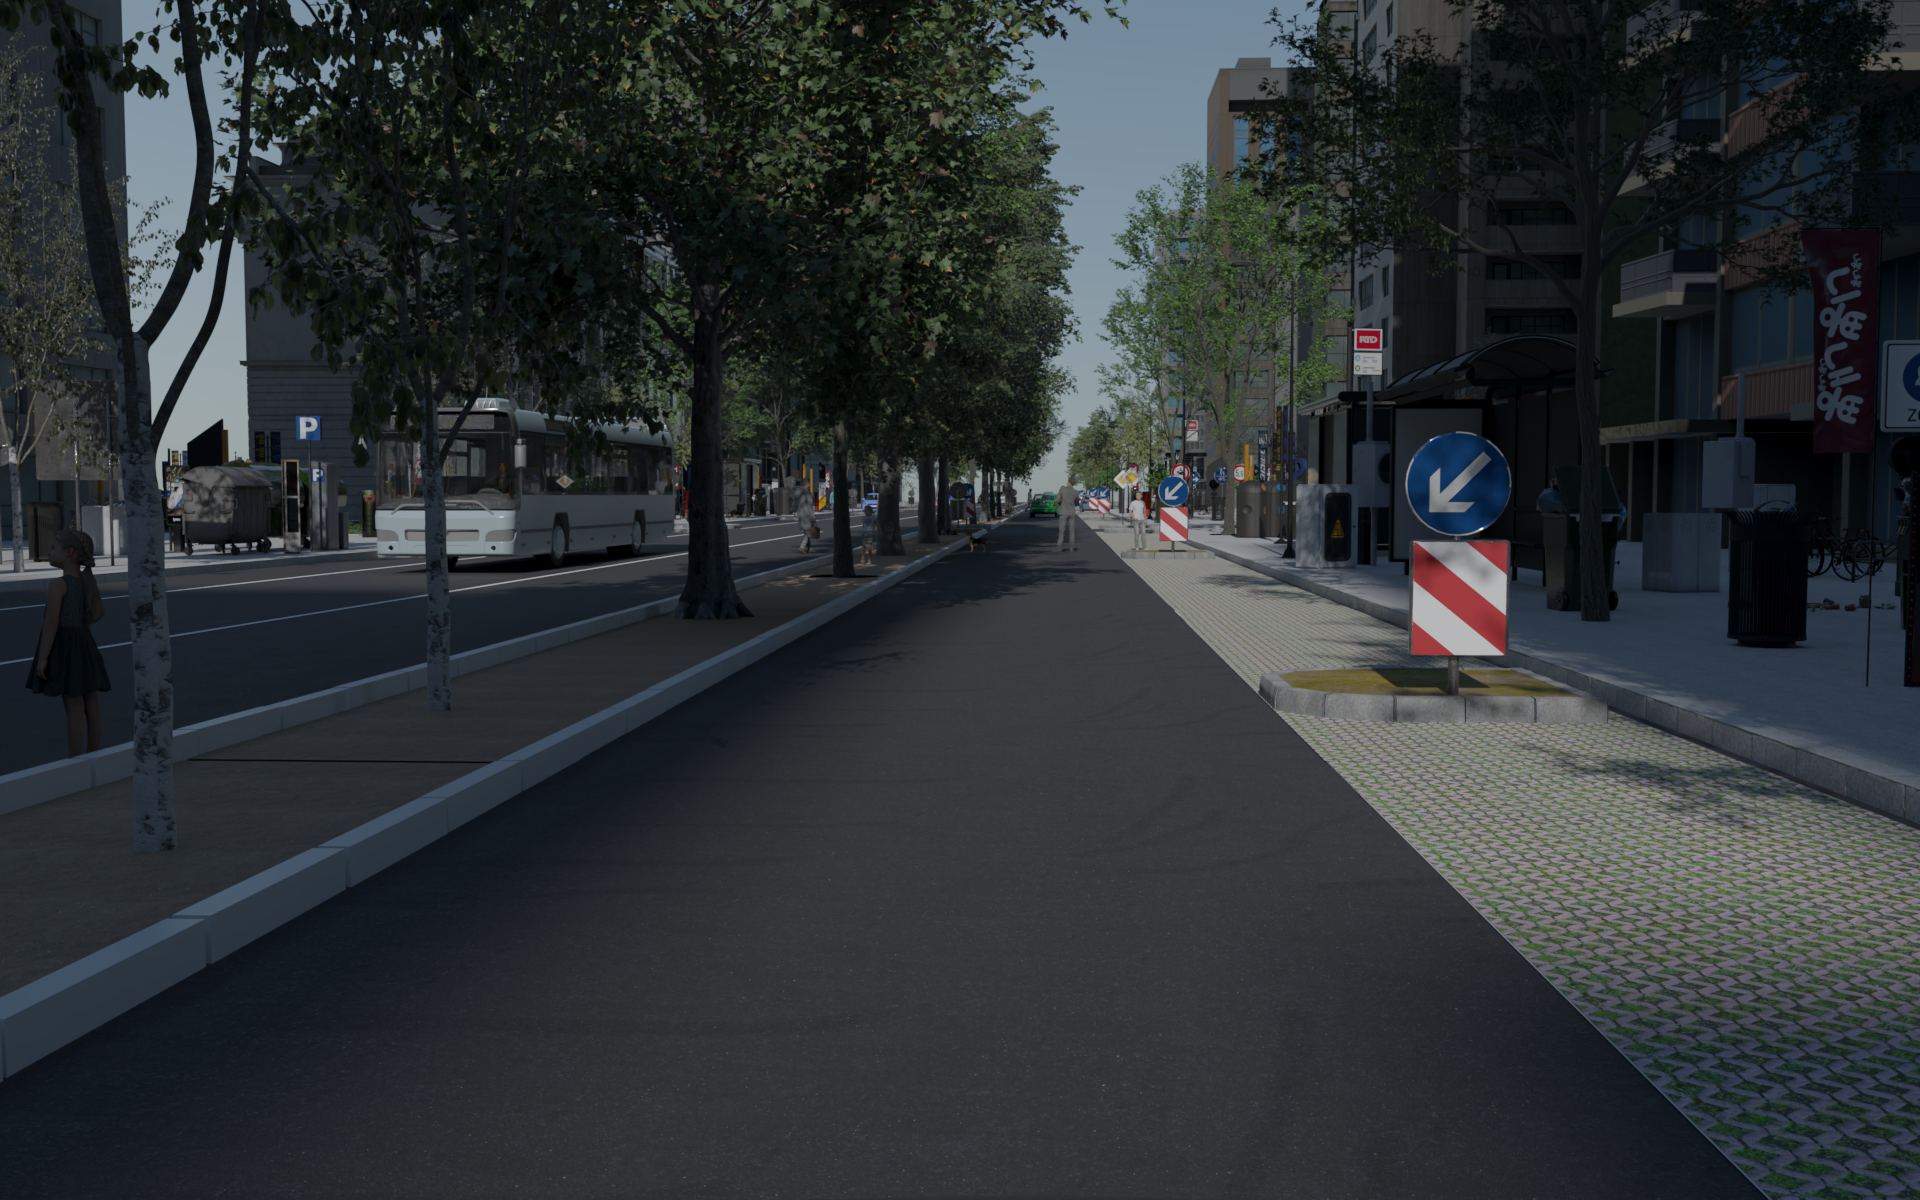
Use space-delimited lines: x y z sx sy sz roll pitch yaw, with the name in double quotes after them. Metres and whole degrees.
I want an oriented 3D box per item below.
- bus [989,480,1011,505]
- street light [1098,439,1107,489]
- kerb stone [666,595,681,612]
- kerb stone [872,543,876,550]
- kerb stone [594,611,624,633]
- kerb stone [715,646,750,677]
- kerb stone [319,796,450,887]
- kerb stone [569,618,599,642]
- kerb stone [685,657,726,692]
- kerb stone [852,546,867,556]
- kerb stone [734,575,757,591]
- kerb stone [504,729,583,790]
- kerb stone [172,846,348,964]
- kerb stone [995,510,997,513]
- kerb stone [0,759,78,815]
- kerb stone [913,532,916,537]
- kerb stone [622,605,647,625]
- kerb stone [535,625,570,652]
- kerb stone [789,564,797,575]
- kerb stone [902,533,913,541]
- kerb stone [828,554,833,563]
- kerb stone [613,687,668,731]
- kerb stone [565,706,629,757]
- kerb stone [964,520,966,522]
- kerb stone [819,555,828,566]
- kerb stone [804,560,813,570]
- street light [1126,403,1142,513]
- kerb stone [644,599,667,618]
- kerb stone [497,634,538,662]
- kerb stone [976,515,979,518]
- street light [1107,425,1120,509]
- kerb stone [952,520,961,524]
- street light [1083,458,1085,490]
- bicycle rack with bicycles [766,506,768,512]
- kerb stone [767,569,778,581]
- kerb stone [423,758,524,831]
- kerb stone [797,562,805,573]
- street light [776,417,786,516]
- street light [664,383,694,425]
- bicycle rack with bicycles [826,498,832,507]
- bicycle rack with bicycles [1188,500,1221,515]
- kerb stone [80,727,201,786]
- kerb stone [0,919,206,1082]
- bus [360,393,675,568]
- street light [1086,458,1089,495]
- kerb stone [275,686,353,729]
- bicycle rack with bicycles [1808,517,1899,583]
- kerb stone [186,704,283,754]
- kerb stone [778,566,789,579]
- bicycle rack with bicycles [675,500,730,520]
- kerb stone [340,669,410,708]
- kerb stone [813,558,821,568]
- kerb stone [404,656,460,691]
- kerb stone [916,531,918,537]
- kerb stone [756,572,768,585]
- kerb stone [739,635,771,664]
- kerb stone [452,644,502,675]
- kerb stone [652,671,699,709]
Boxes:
5.149 -13.553 216.451 2.948 3.499 13.247 0 4 2 "bus"
12.358 -10.648 146.631 1.470 5.913 1.316 0 4 3 "street light"
-3.556 0.062 21.220 0.120 0.150 1.000 0 4 3 "kerb stone"
-2.299 -1.317 43.730 0.120 0.150 1.000 0 4 3 "kerb stone"
-3.730 0.248 18.144 0.120 0.150 1.000 0 4 3 "kerb stone"
-1.863 0.507 13.964 0.120 0.150 1.000 0 4 3 "kerb stone"
-2.250 0.941 6.810 0.120 0.150 1.000 0 4 3 "kerb stone"
-3.784 0.310 17.123 0.120 0.150 1.000 0 4 3 "kerb stone"
-1.920 0.567 12.943 0.120 0.150 1.000 0 4 3 "kerb stone"
-2.413 -1.192 41.689 0.120 0.150 1.000 0 4 3 "kerb stone"
-3.271 -0.254 26.342 0.120 0.150 1.000 0 4 3 "kerb stone"
-2.138 0.816 8.857 0.120 0.150 1.000 0 4 3 "kerb stone"
-2.314 1.005 5.780 0.120 0.150 1.000 0 4 3 "kerb stone"
3.155 -7.298 141.521 0.120 0.150 1.000 0 4 3 "kerb stone"
-4.299 0.875 7.898 0.120 0.150 1.000 0 4 3 "kerb stone"
-1.610 -2.070 56.036 0.120 0.150 1.000 0 4 3 "kerb stone"
-3.672 0.188 19.173 0.120 0.150 1.000 0 4 3 "kerb stone"
-3.844 0.373 16.090 0.120 0.150 1.000 0 4 3 "kerb stone"
-3.038 -0.504 30.442 0.120 0.150 1.000 0 4 3 "kerb stone"
-1.674 -2.004 55.003 0.120 0.150 1.000 0 4 3 "kerb stone"
-2.757 -0.817 35.548 0.120 0.150 1.000 0 4 3 "kerb stone"
-2.029 0.695 10.902 0.120 0.150 1.000 0 4 3 "kerb stone"
-2.089 0.757 9.881 0.120 0.150 1.000 0 4 3 "kerb stone"
0.128 -3.979 87.251 0.120 0.150 1.000 0 4 3 "kerb stone"
-2.807 -0.754 34.527 0.120 0.150 1.000 0 4 3 "kerb stone"
-2.932 -0.629 32.486 0.120 0.150 1.000 0 4 3 "kerb stone"
9.125 -7.057 87.923 1.470 5.913 1.316 0 4 3 "street light"
-3.615 0.124 20.199 0.120 0.150 1.000 0 4 3 "kerb stone"
-3.903 0.436 15.070 0.120 0.150 1.000 0 4 3 "kerb stone"
1.260 -5.225 107.723 0.120 0.150 1.000 0 4 3 "kerb stone"
10.835 -8.833 116.954 1.470 5.913 1.316 0 4 3 "street light"
-0.152 -3.666 82.140 0.120 0.150 1.000 0 4 3 "kerb stone"
16.583 -15.280 222.366 1.470 5.913 1.316 0 4 3 "street light"
-15.201 -6.565 120.714 2.925 0.926 2.852 3 5 41 "bicycle rack with bicycles"
-3.166 -0.377 28.397 0.120 0.150 1.000 0 4 3 "kerb stone"
-2.198 0.879 7.831 0.120 0.150 1.000 0 4 3 "kerb stone"
-2.987 -0.563 31.466 0.120 0.150 1.000 0 4 3 "kerb stone"
-10.195 -7.942 102.393 1.470 5.913 1.316 0 4 3 "street light"
-11.807 -6.119 72.586 1.470 5.913 1.316 0 4 3 "street light"
-10.631 -7.984 143.919 2.925 0.926 2.852 -1 4 -23 "bicycle rack with bicycles"
15.311 -5.656 105.863 2.925 0.926 2.852 2 4 29 "bicycle rack with bicycles"
-4.234 0.812 8.927 0.120 0.150 1.000 0 4 3 "kerb stone"
-2.373 1.071 4.750 0.120 0.150 1.000 0 4 3 "kerb stone"
-8.786 -2.538 36.350 2.948 3.499 13.247 0 4 4 "bus"
15.018 -13.477 192.883 1.470 5.913 1.316 0 4 3 "street light"
-4.125 0.690 10.980 0.120 0.150 1.000 0 4 3 "kerb stone"
13.433 -0.782 26.161 2.925 0.926 2.852 -1 4 -10 "bicycle rack with bicycles"
-4.187 0.749 9.954 0.120 0.150 1.000 0 4 3 "kerb stone"
-3.090 -0.442 29.420 0.120 0.150 1.000 0 4 3 "kerb stone"
-12.762 -4.392 85.185 2.925 0.926 2.852 -2 4 -34 "bicycle rack with bicycles"
-4.074 0.623 12.002 0.120 0.150 1.000 0 4 3 "kerb stone"
-2.872 -0.687 33.507 0.120 0.150 1.000 0 4 3 "kerb stone"
-4.012 0.561 13.023 0.120 0.150 1.000 0 4 3 "kerb stone"
-1.569 -2.129 57.059 0.120 0.150 1.000 0 4 3 "kerb stone"
-3.212 -0.317 27.372 0.120 0.150 1.000 0 4 3 "kerb stone"
-1.803 0.445 14.987 0.120 0.150 1.000 0 4 3 "kerb stone"
-3.956 0.498 14.049 0.120 0.150 1.000 0 4 3 "kerb stone"
-1.976 0.630 11.922 0.120 0.150 1.000 0 4 3 "kerb stone"
